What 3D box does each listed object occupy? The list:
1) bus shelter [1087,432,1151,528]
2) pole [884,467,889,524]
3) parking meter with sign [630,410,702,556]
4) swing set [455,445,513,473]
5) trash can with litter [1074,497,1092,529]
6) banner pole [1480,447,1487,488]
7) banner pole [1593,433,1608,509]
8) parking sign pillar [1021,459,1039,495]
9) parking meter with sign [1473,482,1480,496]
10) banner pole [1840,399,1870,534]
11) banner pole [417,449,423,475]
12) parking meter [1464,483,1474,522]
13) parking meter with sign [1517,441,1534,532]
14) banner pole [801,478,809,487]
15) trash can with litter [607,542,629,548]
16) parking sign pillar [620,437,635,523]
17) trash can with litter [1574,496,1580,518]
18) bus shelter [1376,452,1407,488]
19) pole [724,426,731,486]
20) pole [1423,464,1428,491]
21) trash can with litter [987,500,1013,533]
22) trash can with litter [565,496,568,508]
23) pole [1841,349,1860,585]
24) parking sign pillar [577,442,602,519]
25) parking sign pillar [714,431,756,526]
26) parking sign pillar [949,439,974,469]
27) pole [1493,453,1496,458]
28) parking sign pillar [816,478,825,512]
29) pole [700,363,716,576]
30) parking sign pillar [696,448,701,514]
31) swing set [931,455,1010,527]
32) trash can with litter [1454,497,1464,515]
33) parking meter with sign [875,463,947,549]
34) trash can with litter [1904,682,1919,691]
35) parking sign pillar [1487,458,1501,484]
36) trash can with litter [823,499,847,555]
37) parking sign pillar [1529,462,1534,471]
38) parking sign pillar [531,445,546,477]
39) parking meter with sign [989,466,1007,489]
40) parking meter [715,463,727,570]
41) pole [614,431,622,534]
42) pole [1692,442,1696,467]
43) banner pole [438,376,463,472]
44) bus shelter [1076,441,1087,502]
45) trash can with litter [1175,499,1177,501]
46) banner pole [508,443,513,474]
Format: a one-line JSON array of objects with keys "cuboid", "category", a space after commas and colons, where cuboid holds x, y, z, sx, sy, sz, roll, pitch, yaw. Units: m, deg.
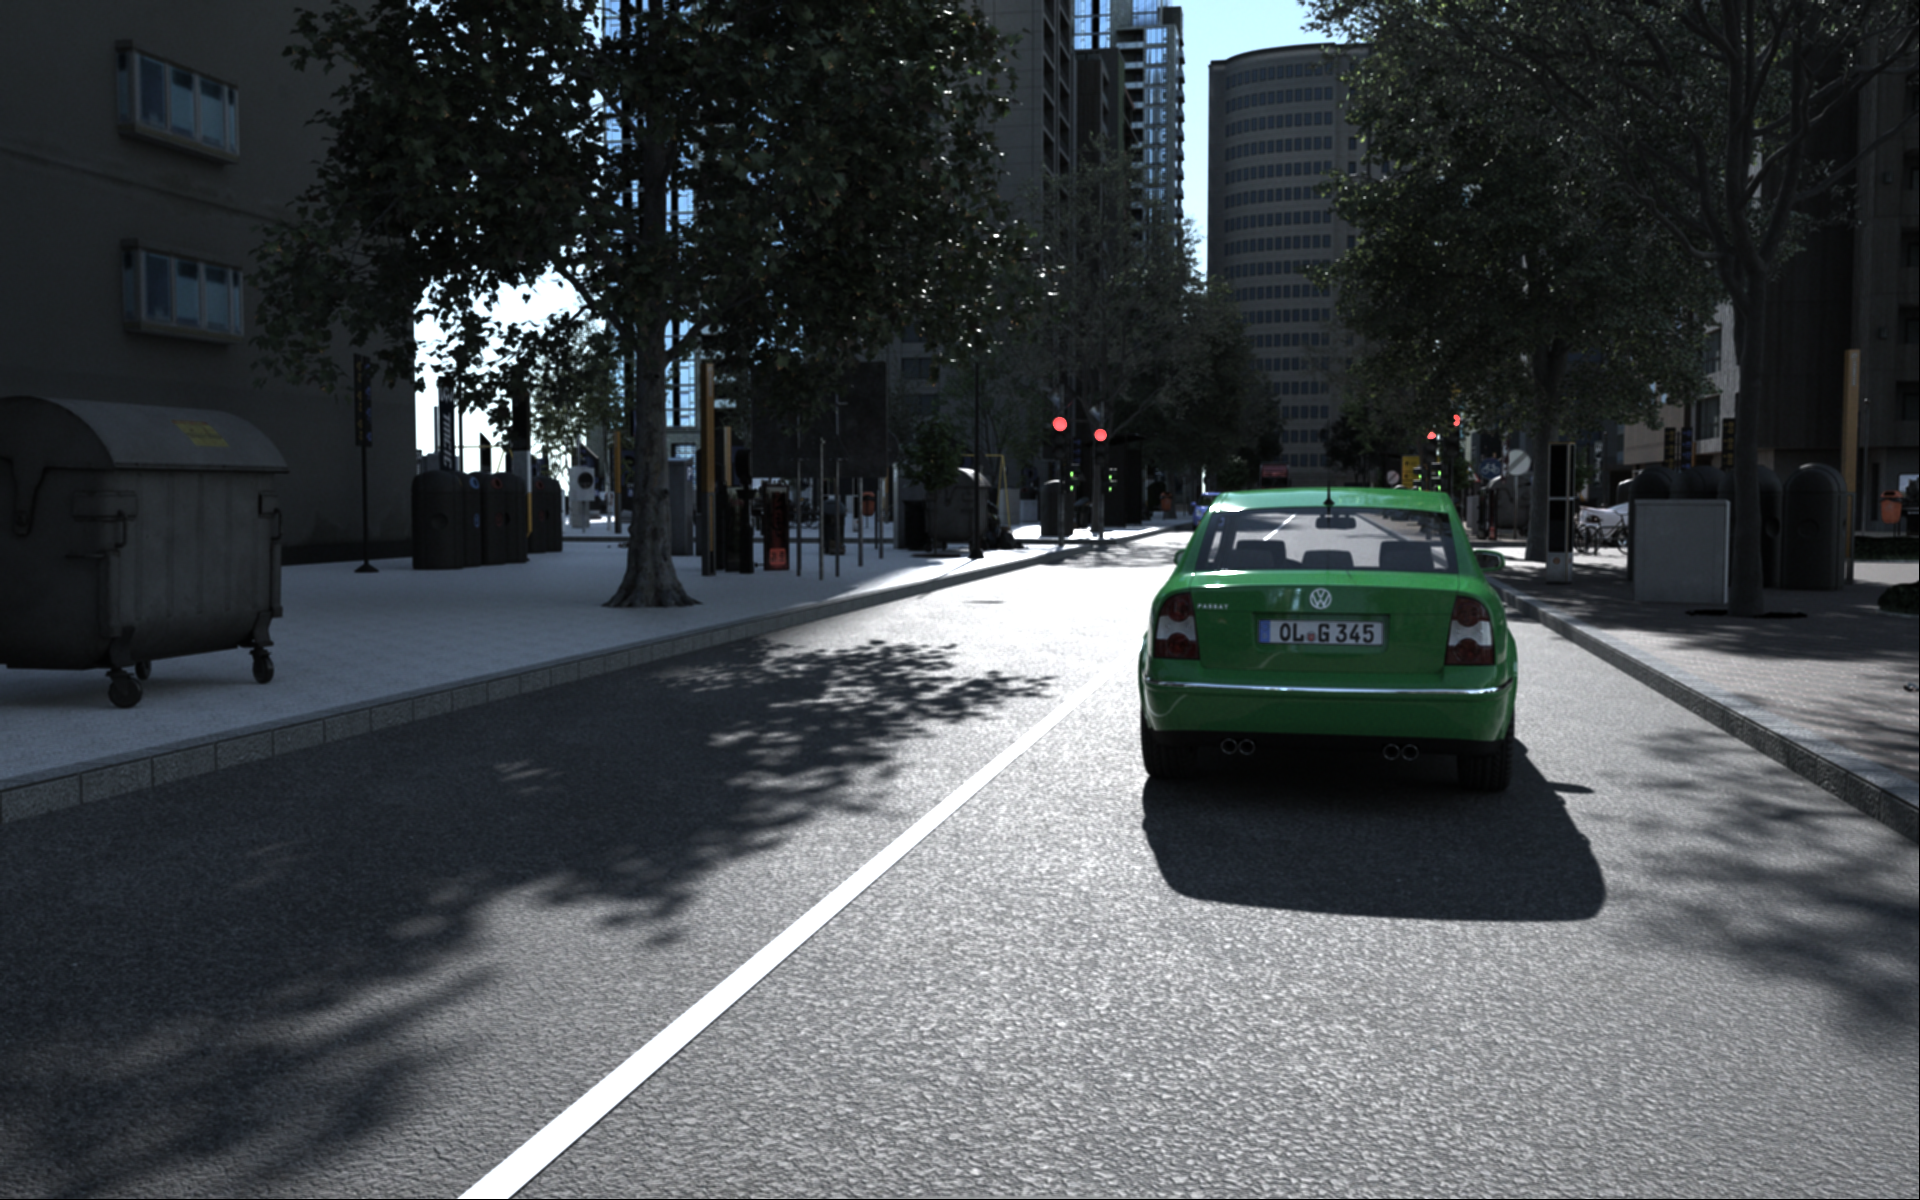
[{"cuboid": [6.467, -4.765, 69.186, 1.731, 3.624, 6.357, 1, 4, 12], "category": "bus shelter"}, {"cuboid": [-3.201, -4.992, 75.464, 0.158, 3.312, 0.155, 0, 3, 0], "category": "pole"}, {"cuboid": [-5.944, -2.436, 36.093, 1.738, 3.016, 0.543, 1, 4, 13], "category": "parking meter with sign"}, {"cuboid": [-15.894, -3.588, 56.289, 3.119, 2.851, 2.862, 2, 4, 26], "category": "swing set"}, {"cuboid": [4.368, -3.203, 63.751, 1.055, 1.170, 0.624, -3, 5, -44], "category": "trash can with litter"}, {"cuboid": [27.643, -6.207, 91.493, 0.401, 3.779, 0.863, 3, 5, 41], "category": "banner pole"}, {"cuboid": [26.277, -4.954, 71.023, 0.401, 3.779, 0.863, -2, 4, -24], "category": "banner pole"}, {"cuboid": [5.098, -8.392, 125.686, 1.447, 3.967, 1.447, -2, 4, -30], "category": "parking sign pillar"}, {"cuboid": [28.830, -6.154, 96.886, 1.738, 3.016, 0.543, -1, 4, -20], "category": "parking meter with sign"}, {"cuboid": [23.769, -3.421, 45.958, 0.863, 3.779, 0.401, 3, 5, 44], "category": "banner pole"}, {"cuboid": [-26.842, -5.824, 85.236, 0.863, 3.779, 0.401, -2, 4, -27], "category": "banner pole"}, {"cuboid": [23.681, -4.579, 80.572, 0.399, 1.863, 0.255, 0, 4, -7], "category": "parking meter"}, {"cuboid": [18.791, -3.710, 56.917, 0.543, 3.016, 1.738, 0, 4, -2], "category": "parking meter with sign"}, {"cuboid": [-7.160, -5.426, 78.729, 0.863, 3.779, 0.401, -3, 5, -43], "category": "banner pole"}, {"cuboid": [-7.712, -1.884, 41.854, 1.678, 1.210, 2.233, -1, 4, -22], "category": "trash can with litter"}, {"cuboid": [-14.546, -5.406, 76.857, 1.447, 3.967, 1.447, 0, 4, 2], "category": "parking sign pillar"}, {"cuboid": [30.602, -4.537, 85.240, 2.233, 1.210, 1.678, -3, 5, -42], "category": "trash can with litter"}, {"cuboid": [24.792, -6.601, 99.204, 1.731, 3.624, 6.357, 1, 4, 12], "category": "bus shelter"}, {"cuboid": [-7.001, -3.572, 52.240, 0.158, 3.312, 0.155, 0, 3, 0], "category": "pole"}, {"cuboid": [15.142, -3.816, 56.240, 0.158, 3.312, 0.155, 0, 3, 0], "category": "pole"}, {"cuboid": [1.137, -2.603, 53.952, 1.055, 1.170, 0.624, 1, 4, 12], "category": "trash can with litter"}, {"cuboid": [-27.723, -6.677, 120.561, 1.055, 1.170, 0.624, 3, 5, 43], "category": "trash can with litter"}, {"cuboid": [12.589, -1.877, 24.532, 0.158, 3.312, 0.155, 0, 3, 0], "category": "pole"}, {"cuboid": [-18.947, -6.090, 88.041, 1.447, 3.967, 1.447, 2, 4, 34], "category": "parking sign pillar"}, {"cuboid": [-8.907, -5.004, 70.295, 1.447, 3.967, 1.447, 3, 5, 41], "category": "parking sign pillar"}, {"cuboid": [-0.025, -5.345, 75.864, 1.447, 3.967, 1.447, -1, 4, -10], "category": "parking sign pillar"}, {"cuboid": [26.231, -5.579, 85.062, 0.158, 3.312, 0.155, 0, 3, 0], "category": "pole"}, {"cuboid": [-9.177, -7.795, 115.914, 1.447, 3.967, 1.447, -1, 4, -20], "category": "parking sign pillar"}, {"cuboid": [-3.948, -2.036, 27.129, 0.158, 3.312, 0.155, 0, 3, 0], "category": "pole"}, {"cuboid": [-10.563, -5.220, 73.821, 1.447, 3.967, 1.447, 0, 4, 5], "category": "parking sign pillar"}, {"cuboid": [0.188, -4.345, 68.665, 3.119, 2.851, 2.862, -1, 4, -10], "category": "swing set"}, {"cuboid": [34.243, -6.650, 120.117, 1.055, 1.170, 0.624, 0, 4, -4], "category": "trash can with litter"}, {"cuboid": [-1.172, -2.707, 40.526, 1.738, 3.016, 0.543, -1, 4, -20], "category": "parking meter with sign"}, {"cuboid": [6.641, 0.048, 10.280, 1.678, 1.210, 2.233, -1, 4, -8], "category": "trash can with litter"}, {"cuboid": [36.024, -7.815, 116.240, 1.447, 3.967, 1.447, -2, 4, -25], "category": "parking sign pillar"}, {"cuboid": [-2.611, -1.556, 36.829, 0.624, 1.170, 1.055, -1, 4, -15], "category": "trash can with litter"}, {"cuboid": [34.387, -7.168, 105.676, 1.447, 3.967, 1.447, 1, 4, 23], "category": "parking sign pillar"}, {"cuboid": [-22.527, -6.435, 93.677, 1.447, 3.967, 1.447, -2, 4, -24], "category": "parking sign pillar"}, {"cuboid": [2.077, -6.906, 109.170, 1.738, 3.016, 0.543, -1, 4, -15], "category": "parking meter with sign"}, {"cuboid": [-4.162, -1.447, 29.365, 0.399, 1.863, 0.255, 0, 4, 4], "category": "parking meter"}, {"cuboid": [-11.133, -3.820, 56.308, 0.158, 3.312, 0.155, 0, 3, 0], "category": "pole"}, {"cuboid": [28.840, -4.549, 68.214, 0.158, 3.312, 0.155, 0, 3, 0], "category": "pole"}, {"cuboid": [-9.527, -2.602, 32.560, 0.401, 3.779, 0.863, 1, 4, 23], "category": "banner pole"}, {"cuboid": [6.318, -5.165, 75.735, 1.731, 3.624, 6.357, 1, 4, 12], "category": "bus shelter"}, {"cuboid": [14.830, -6.739, 121.567, 0.624, 1.170, 1.055, 1, 4, 18], "category": "trash can with litter"}, {"cuboid": [-16.562, -4.589, 65.048, 0.863, 3.779, 0.401, -1, 4, -12], "category": "banner pole"}]
